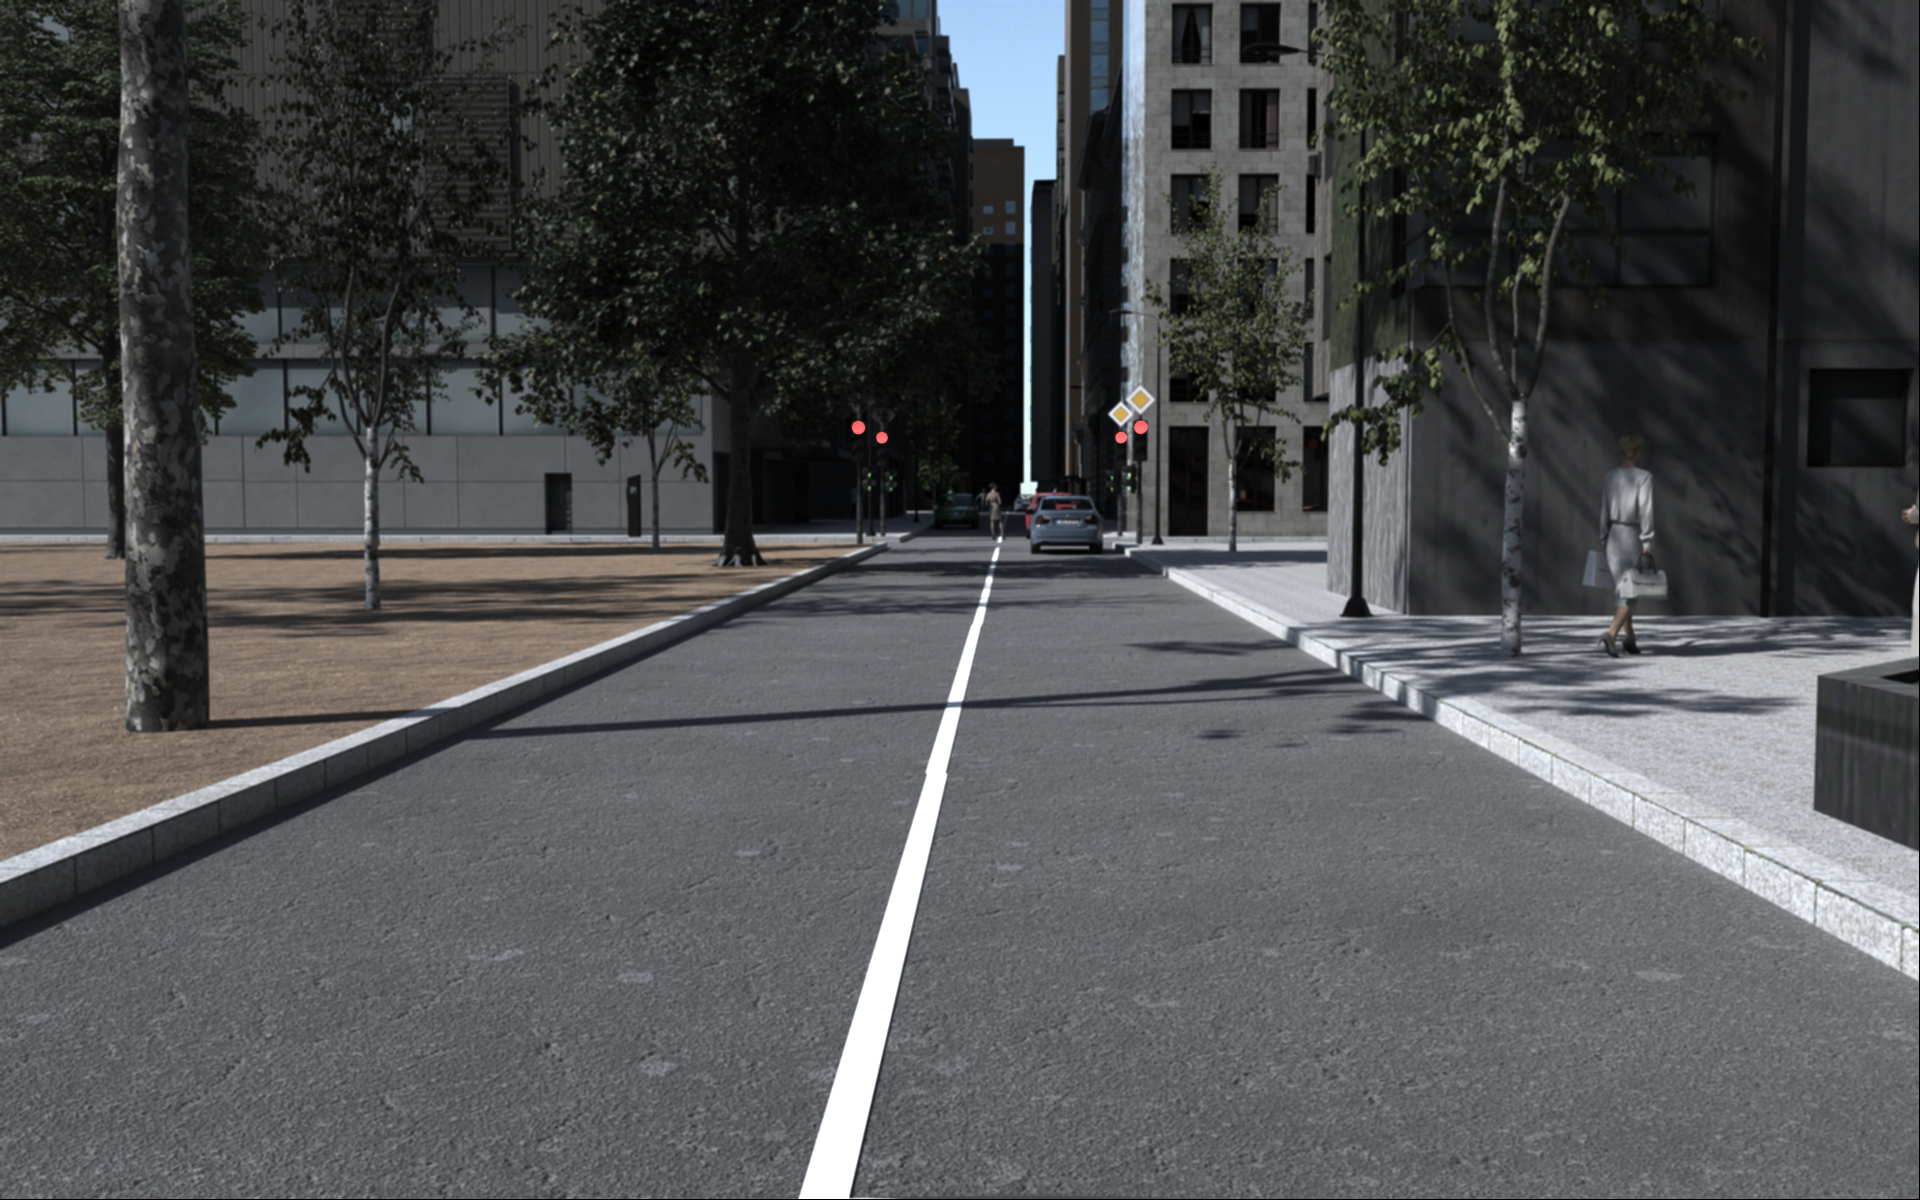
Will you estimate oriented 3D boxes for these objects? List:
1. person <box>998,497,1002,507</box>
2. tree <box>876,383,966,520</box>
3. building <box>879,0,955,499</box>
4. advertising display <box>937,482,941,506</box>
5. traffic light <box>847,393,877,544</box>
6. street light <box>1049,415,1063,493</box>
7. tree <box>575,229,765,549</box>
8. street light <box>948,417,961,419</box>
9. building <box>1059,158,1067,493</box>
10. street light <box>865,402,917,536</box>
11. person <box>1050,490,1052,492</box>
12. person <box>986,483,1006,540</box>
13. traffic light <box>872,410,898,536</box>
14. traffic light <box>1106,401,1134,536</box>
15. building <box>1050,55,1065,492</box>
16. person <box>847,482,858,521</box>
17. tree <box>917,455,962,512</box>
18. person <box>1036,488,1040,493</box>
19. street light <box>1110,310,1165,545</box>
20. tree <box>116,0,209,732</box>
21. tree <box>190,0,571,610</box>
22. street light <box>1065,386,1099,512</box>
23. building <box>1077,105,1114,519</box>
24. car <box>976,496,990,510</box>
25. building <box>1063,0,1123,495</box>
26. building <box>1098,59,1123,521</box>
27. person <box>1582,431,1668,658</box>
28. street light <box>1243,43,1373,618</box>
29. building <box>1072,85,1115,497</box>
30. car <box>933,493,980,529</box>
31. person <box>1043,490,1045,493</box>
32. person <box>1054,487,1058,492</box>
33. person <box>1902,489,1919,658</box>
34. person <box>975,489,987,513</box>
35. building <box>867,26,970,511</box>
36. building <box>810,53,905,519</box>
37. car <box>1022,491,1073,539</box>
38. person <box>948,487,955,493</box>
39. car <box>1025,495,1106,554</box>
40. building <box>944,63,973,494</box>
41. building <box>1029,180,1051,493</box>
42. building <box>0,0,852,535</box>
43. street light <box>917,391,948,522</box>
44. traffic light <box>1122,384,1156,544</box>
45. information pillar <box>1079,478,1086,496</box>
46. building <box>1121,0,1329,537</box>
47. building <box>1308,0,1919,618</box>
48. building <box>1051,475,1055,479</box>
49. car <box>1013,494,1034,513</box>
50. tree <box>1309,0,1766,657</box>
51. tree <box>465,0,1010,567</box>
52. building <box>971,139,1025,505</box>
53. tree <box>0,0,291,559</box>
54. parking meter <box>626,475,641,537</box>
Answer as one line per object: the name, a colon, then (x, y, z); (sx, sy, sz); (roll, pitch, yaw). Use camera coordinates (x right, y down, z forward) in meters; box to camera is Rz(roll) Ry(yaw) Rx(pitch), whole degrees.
person: (4.102, -10.652, 185.884); (0.991, 1.433, 0.599); (-1, 4, -14)
tree: (-2.550, -8.200, 84.427); (4.737, 8.622, 4.395); (0, 3, 0)
building: (-11.848, -33.481, 167.022); (23.786, 49.044, 30.456); (0, 4, 2)
advertising display: (-1.120, -5.262, 91.255); (0.123, 1.923, 0.974); (0, 4, 5)
traffic light: (-2.567, -3.406, 44.602); (0.839, 4.253, 0.868); (0, 4, 2)
street light: (6.095, -7.875, 101.297); (1.470, 5.913, 1.316); (0, 4, 2)
tree: (-6.900, -5.498, 40.249); (4.737, 8.622, 4.395); (0, 3, 0)
street light: (-0.623, -8.031, 103.854); (1.470, 5.913, 1.316); (0, 4, 2)
building: (15.654, -23.213, 151.238); (14.160, 30.474, 14.107); (0, 4, 2)
street light: (-2.168, -4.889, 52.482); (1.470, 5.913, 1.316); (0, 4, 2)
person: (8.526, -9.526, 162.723); (0.436, 1.711, 0.756); (-2, 4, -32)
person: (1.131, -2.785, 54.373); (0.599, 1.781, 0.374); (1, 4, 20)
traffic light: (-2.326, -3.894, 52.583); (0.839, 4.253, 0.868); (0, 4, 2)
traffic light: (4.833, -3.882, 52.384); (0.839, 4.253, 0.868); (0, 4, 2)
building: (16.133, -29.445, 165.025); (14.154, 41.232, 14.086); (0, 4, 2)
person: (-4.975, -4.670, 82.245); (0.795, 1.843, 0.661); (-3, 5, -42)
tree: (-1.583, -8.726, 126.382); (4.285, 4.588, 4.351); (0, 3, 0)
person: (4.672, -5.714, 102.271); (0.721, 1.781, 0.623); (-3, 4, -36)
street light: (4.467, -4.356, 43.754); (1.470, 5.913, 1.316); (0, 4, 2)
tree: (-5.554, -9.413, 9.787); (12.611, 20.169, 13.585); (0, 3, 0)
tree: (-6.490, -4.210, 19.202); (4.360, 8.622, 3.978); (0, 3, 0)
street light: (5.381, -6.227, 74.350); (1.470, 5.913, 1.316); (0, 4, 2)
building: (12.359, -16.343, 96.090); (11.050, 23.489, 19.941); (0, 4, 2)
car: (2.102, -7.803, 140.167); (1.945, 1.354, 3.894); (0, 4, 3)
building: (15.330, -29.743, 136.405); (14.600, 45.320, 14.200); (0, 4, 2)
building: (12.332, -14.645, 75.600); (11.583, 22.565, 21.152); (0, 4, 2)
person: (5.236, -0.447, 13.698); (0.624, 1.780, 0.694); (-1, 4, -18)
street light: (3.617, -2.780, 18.000); (1.470, 5.913, 1.316); (0, 4, 2)
building: (14.752, -20.227, 116.620); (13.634, 28.700, 20.117); (0, 4, 2)
car: (-0.123, -3.867, 72.017); (1.959, 1.807, 4.718); (0, 4, 2)
person: (9.685, -11.775, 199.277); (1.217, 1.736, 0.721); (0, 4, -5)
person: (7.272, -7.549, 129.339); (0.599, 1.838, 0.709); (0, 4, -2)
person: (6.206, -0.273, 11.051); (0.362, 1.759, 0.519); (2, 4, 30)
person: (1.796, -7.472, 130.746); (1.350, 1.814, 0.705); (-1, 4, -12)
building: (-15.450, -27.416, 140.125); (32.217, 40.220, 23.993); (0, 4, 2)
building: (-13.576, -40.248, 96.313); (20.563, 71.187, 20.611); (0, 4, 2)
car: (3.095, -2.938, 57.081); (2.155, 1.783, 4.494); (0, 4, 4)
person: (-0.662, -7.211, 124.196); (0.600, 1.795, 0.529); (1, 4, 12)
car: (2.610, -1.878, 42.714); (2.014, 1.417, 4.499); (0, 4, 3)
building: (-9.472, -34.811, 192.856); (21.600, 48.544, 21.300); (0, 4, 2)
building: (15.893, -32.692, 218.107); (14.086, 41.232, 14.154); (0, 4, 2)
building: (-18.416, -29.099, 65.014); (28.713, 52.752, 27.495); (0, 4, 2)
street light: (-1.434, -6.460, 78.169); (1.470, 5.913, 1.316); (0, 4, 2)
traffic light: (4.592, -3.393, 44.402); (0.839, 4.253, 0.868); (0, 4, 2)
information pillar: (5.527, -4.491, 77.926); (0.304, 2.012, 0.304); (0, 4, 1)
building: (14.022, -12.331, 56.361); (16.860, 20.320, 10.420); (0, 4, 2)
building: (11.958, -15.430, 23.977); (14.160, 30.474, 14.107); (0, 4, 2)
building: (22.044, -34.714, 187.187); (23.786, 49.044, 30.456); (0, 4, 2)
car: (5.126, -7.540, 135.275); (2.014, 1.417, 4.499); (0, 3, 0)
tree: (4.441, -3.872, 13.663); (4.737, 8.622, 4.395); (0, 3, 0)
tree: (-3.836, -6.954, 30.707); (9.611, 12.733, 9.660); (0, 3, 0)
building: (0.915, -34.721, 217.806); (14.200, 45.320, 14.600); (0, 4, 2)
tree: (-17.063, -7.106, 34.306); (7.486, 12.596, 7.792); (0, 3, 0)
parking meter: (-9.780, -2.826, 51.914); (0.399, 1.863, 0.255); (0, 4, 0)
